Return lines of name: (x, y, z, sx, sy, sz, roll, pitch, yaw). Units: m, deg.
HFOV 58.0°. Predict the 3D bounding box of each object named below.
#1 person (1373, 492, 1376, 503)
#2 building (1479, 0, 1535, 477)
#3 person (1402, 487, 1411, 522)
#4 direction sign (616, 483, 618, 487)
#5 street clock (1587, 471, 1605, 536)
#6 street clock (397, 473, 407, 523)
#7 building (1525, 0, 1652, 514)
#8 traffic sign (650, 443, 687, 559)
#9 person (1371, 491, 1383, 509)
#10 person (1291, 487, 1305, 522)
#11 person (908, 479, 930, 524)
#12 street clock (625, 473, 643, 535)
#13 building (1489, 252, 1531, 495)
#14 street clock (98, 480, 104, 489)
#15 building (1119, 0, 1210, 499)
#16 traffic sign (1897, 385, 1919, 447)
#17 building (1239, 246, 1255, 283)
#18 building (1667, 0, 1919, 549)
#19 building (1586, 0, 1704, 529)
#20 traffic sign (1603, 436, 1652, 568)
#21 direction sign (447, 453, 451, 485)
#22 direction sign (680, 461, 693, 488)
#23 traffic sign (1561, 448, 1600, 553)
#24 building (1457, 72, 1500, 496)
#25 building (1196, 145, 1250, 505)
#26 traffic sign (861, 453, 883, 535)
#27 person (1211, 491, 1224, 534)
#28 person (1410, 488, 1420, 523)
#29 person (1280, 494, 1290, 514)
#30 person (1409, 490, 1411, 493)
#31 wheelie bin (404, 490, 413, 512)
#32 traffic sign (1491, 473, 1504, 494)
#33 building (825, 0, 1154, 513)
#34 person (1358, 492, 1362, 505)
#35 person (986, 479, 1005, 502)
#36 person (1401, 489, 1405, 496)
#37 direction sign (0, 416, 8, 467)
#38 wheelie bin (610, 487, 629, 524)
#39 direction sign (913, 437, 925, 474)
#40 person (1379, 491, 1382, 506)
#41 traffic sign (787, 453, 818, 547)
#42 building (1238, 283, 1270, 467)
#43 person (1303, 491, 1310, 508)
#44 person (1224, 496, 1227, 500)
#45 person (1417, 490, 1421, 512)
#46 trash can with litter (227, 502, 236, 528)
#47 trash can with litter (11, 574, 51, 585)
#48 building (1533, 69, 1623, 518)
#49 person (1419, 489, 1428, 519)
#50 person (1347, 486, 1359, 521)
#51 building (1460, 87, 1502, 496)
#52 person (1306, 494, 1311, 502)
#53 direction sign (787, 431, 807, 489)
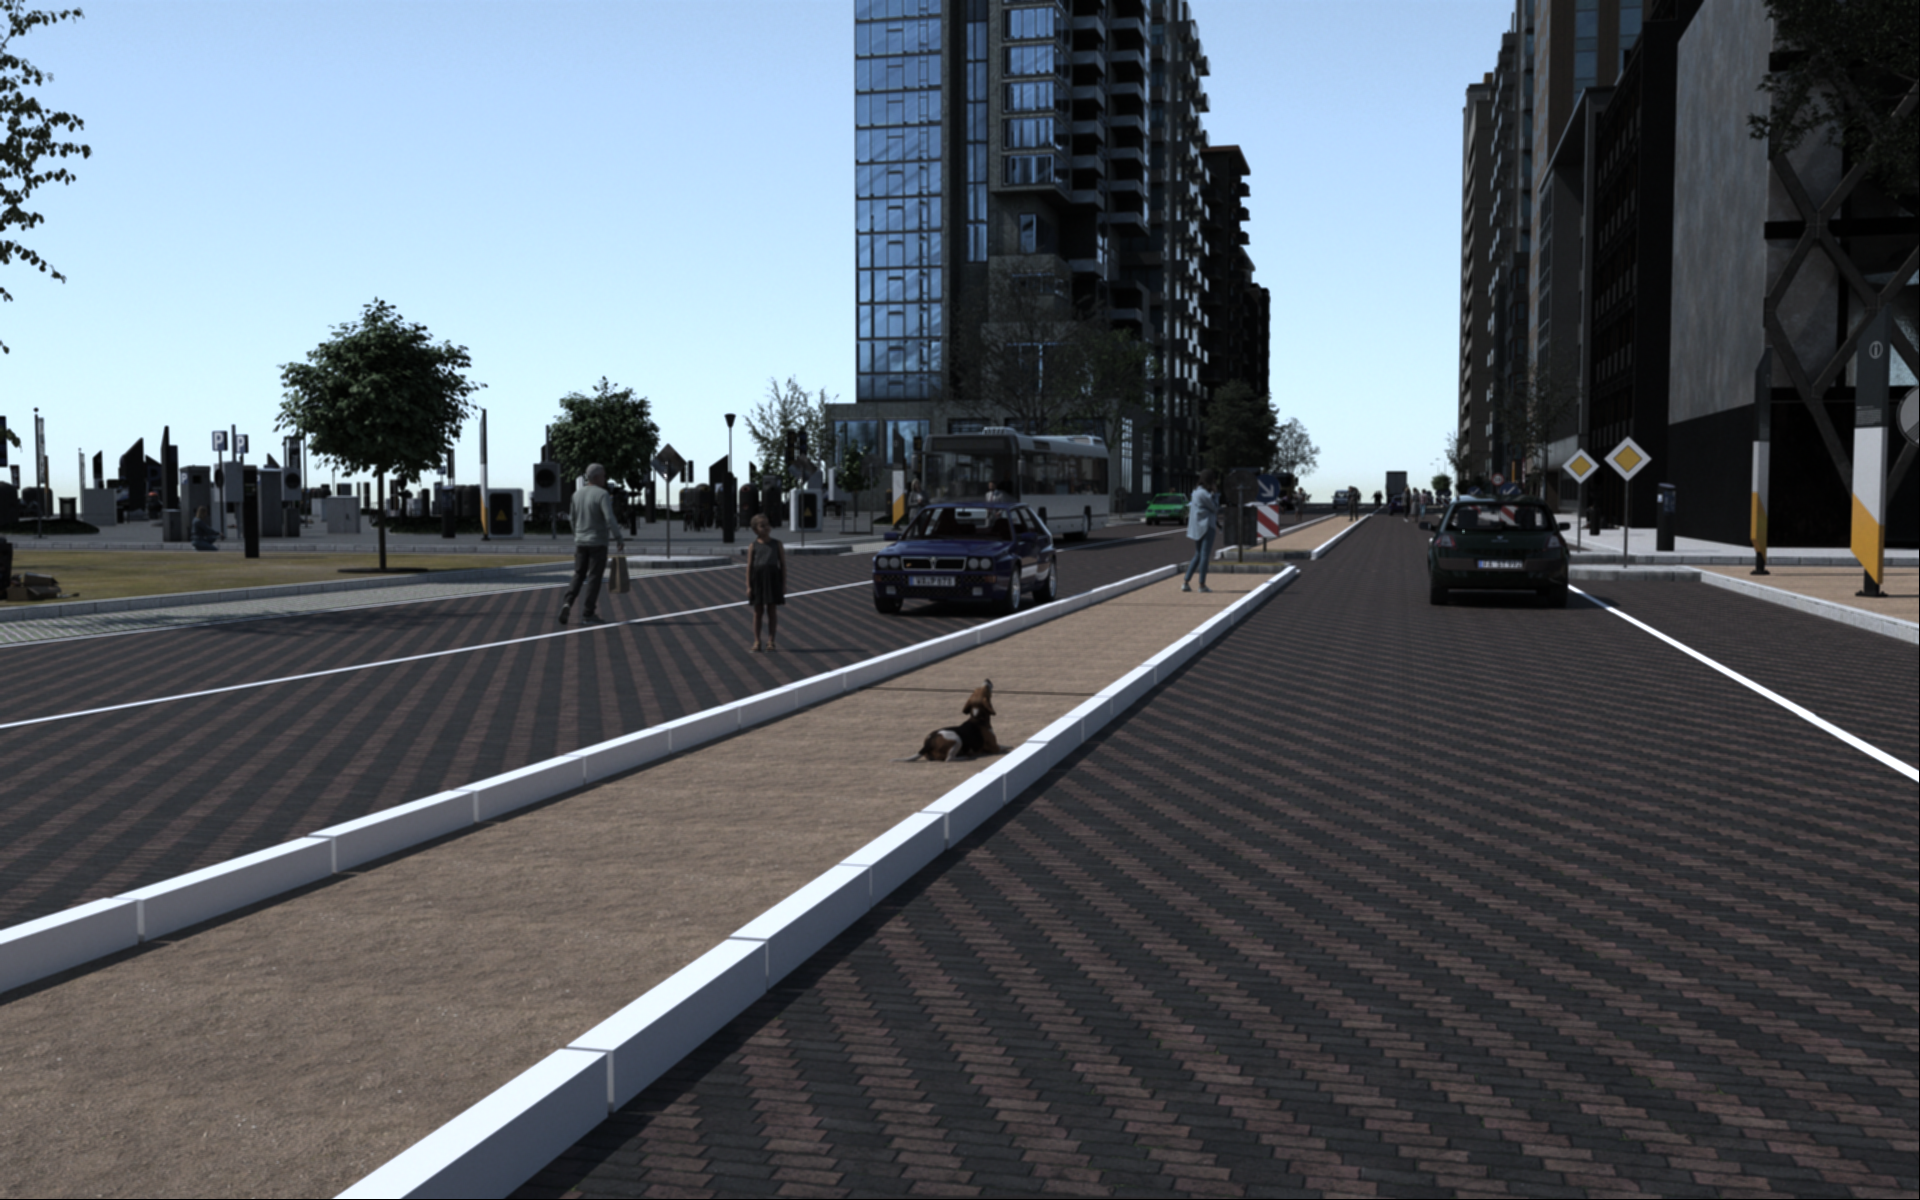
person: (63.721, -15.711, 265.396, 0.705, 1.821, 1.348, -2, 4, -28)
building: (61.881, -33.240, 163.090, 23.786, 49.044, 30.456, 1, 4, 14)
person: (23.318, -4.980, 90.108, 0.709, 1.800, 0.728, 0, 4, -8)
direction sign: (-17.966, -6.036, 90.690, 0.876, 3.537, 0.379, 3, 4, 36)
street clock: (20.109, -3.069, 54.745, 0.471, 2.002, 0.358, -1, 4, -20)
street clock: (-19.533, -3.432, 60.688, 0.358, 2.002, 0.471, -2, 4, -34)
building: (45.494, -28.399, 114.435, 14.600, 45.320, 14.200, 1, 4, 14)
traffic sign: (-5.781, -1.876, 34.308, 0.795, 2.450, 0.064, 1, 4, 14)
person: (39.442, -9.442, 163.700, 1.217, 1.723, 0.721, 2, 4, 31)
person: (17.469, -4.934, 89.528, 0.716, 1.782, 0.532, 1, 4, 15)
person: (-0.993, -2.046, 42.135, 0.537, 1.800, 0.526, 0, 4, -3)
street clock: (-10.189, -3.023, 53.992, 0.471, 2.002, 0.358, -1, 4, -8)
building: (56.429, -17.709, 134.588, 27.650, 21.520, 28.899, 1, 4, 14)
street clock: (-45.084, -5.285, 90.982, 0.358, 2.002, 0.471, -1, 4, -20)
building: (11.536, -33.298, 164.031, 23.786, 49.044, 30.456, 1, 4, 14)
traffic sign: (11.000, -1.193, 19.609, 0.768, 2.556, 0.104, 1, 4, 18)
building: (30.029, -34.474, 255.533, 32.217, 40.220, 23.993, 1, 4, 14)
building: (28.342, -10.797, 43.988, 16.811, 18.784, 16.820, 1, 4, 14)
building: (32.889, -14.694, 69.929, 12.332, 23.373, 15.834, 1, 4, 14)
traffic sign: (11.514, -1.607, 29.922, 0.795, 2.450, 0.064, 1, 4, 14)
direction sign: (-25.265, -5.732, 85.722, 0.379, 3.537, 0.876, 0, 4, -5)
direction sign: (-18.443, -7.645, 116.992, 0.876, 3.537, 0.379, -1, 4, -18)
traffic sign: (13.475, -2.081, 37.664, 0.795, 2.450, 0.064, 1, 4, 14)
building: (82.286, -43.122, 247.038, 21.231, 58.520, 28.212, 1, 4, 14)
building: (24.103, -34.276, 215.029, 22.147, 44.769, 28.867, 1, 4, 14)
traffic sign: (-2.756, -3.299, 54.040, 0.768, 2.556, 0.104, 1, 4, 21)
person: (9.062, -3.293, 62.180, 0.795, 1.843, 0.661, -2, 4, -25)
person: (22.905, -4.782, 87.262, 0.480, 1.755, 0.524, -1, 4, -11)
person: (22.787, -6.706, 121.376, 0.697, 1.427, 0.421, 0, 4, 6)
person: (45.266, -10.140, 174.295, 1.348, 1.824, 0.705, 3, 5, 44)
wheelie bin: (-40.055, -7.194, 125.524, 0.693, 1.594, 0.980, 1, 4, 9)
traffic sign: (32.771, -6.452, 105.598, 0.768, 2.556, 0.104, 1, 4, 16)
building: (3.759, -50.113, 132.024, 22.319, 86.520, 31.000, 1, 4, 14)
person: (54.220, -13.831, 235.319, 0.721, 1.739, 1.217, -2, 4, -35)
person: (0.849, -2.047, 42.248, 0.678, 1.792, 0.850, 2, 4, 34)
person: (34.457, -7.717, 134.537, 0.709, 1.838, 0.599, -1, 4, -15)
direction sign: (-28.018, -3.551, 50.059, 0.876, 3.537, 0.379, -2, 4, -30)
wheelie bin: (-14.715, -4.099, 74.928, 0.693, 1.594, 0.980, 2, 4, 28)
direction sign: (-1.405, -4.666, 68.290, 0.876, 3.537, 0.379, 1, 4, 8)
person: (49.926, -12.085, 206.019, 0.705, 1.831, 1.348, -1, 4, -15)
traffic sign: (-3.820, -2.349, 42.049, 0.795, 2.450, 0.064, 1, 4, 14)
building: (34.375, -28.343, 235.108, 14.160, 30.474, 14.107, 1, 4, 14)
person: (36.341, -10.663, 182.925, 1.350, 1.814, 0.705, 0, 4, 7)
person: (22.520, -8.199, 145.743, 0.628, 1.438, 0.799, 1, 4, 15)
person: (37.569, -8.119, 141.688, 0.683, 1.767, 0.568, -1, 4, -10)
trash can with litter: (-27.363, -3.365, 66.073, 1.678, 1.210, 2.233, -1, 4, -14)
trash can with litter: (-14.022, -0.813, 24.354, 2.233, 1.210, 1.678, -1, 4, -11)
building: (39.462, -16.753, 92.971, 14.314, 24.678, 30.058, 1, 4, 14)
person: (26.846, -5.571, 100.417, 0.563, 1.720, 0.643, 3, 5, 45)
person: (20.562, -5.038, 90.673, 0.655, 1.846, 0.447, 3, 5, 41)
building: (70.252, -35.334, 201.420, 21.300, 48.544, 21.600, 1, 4, 14)
person: (49.178, -14.208, 243.987, 0.799, 1.438, 0.628, 1, 4, 12)
direction sign: (-5.846, -4.292, 62.175, 0.876, 3.537, 0.379, -3, 5, -42)
